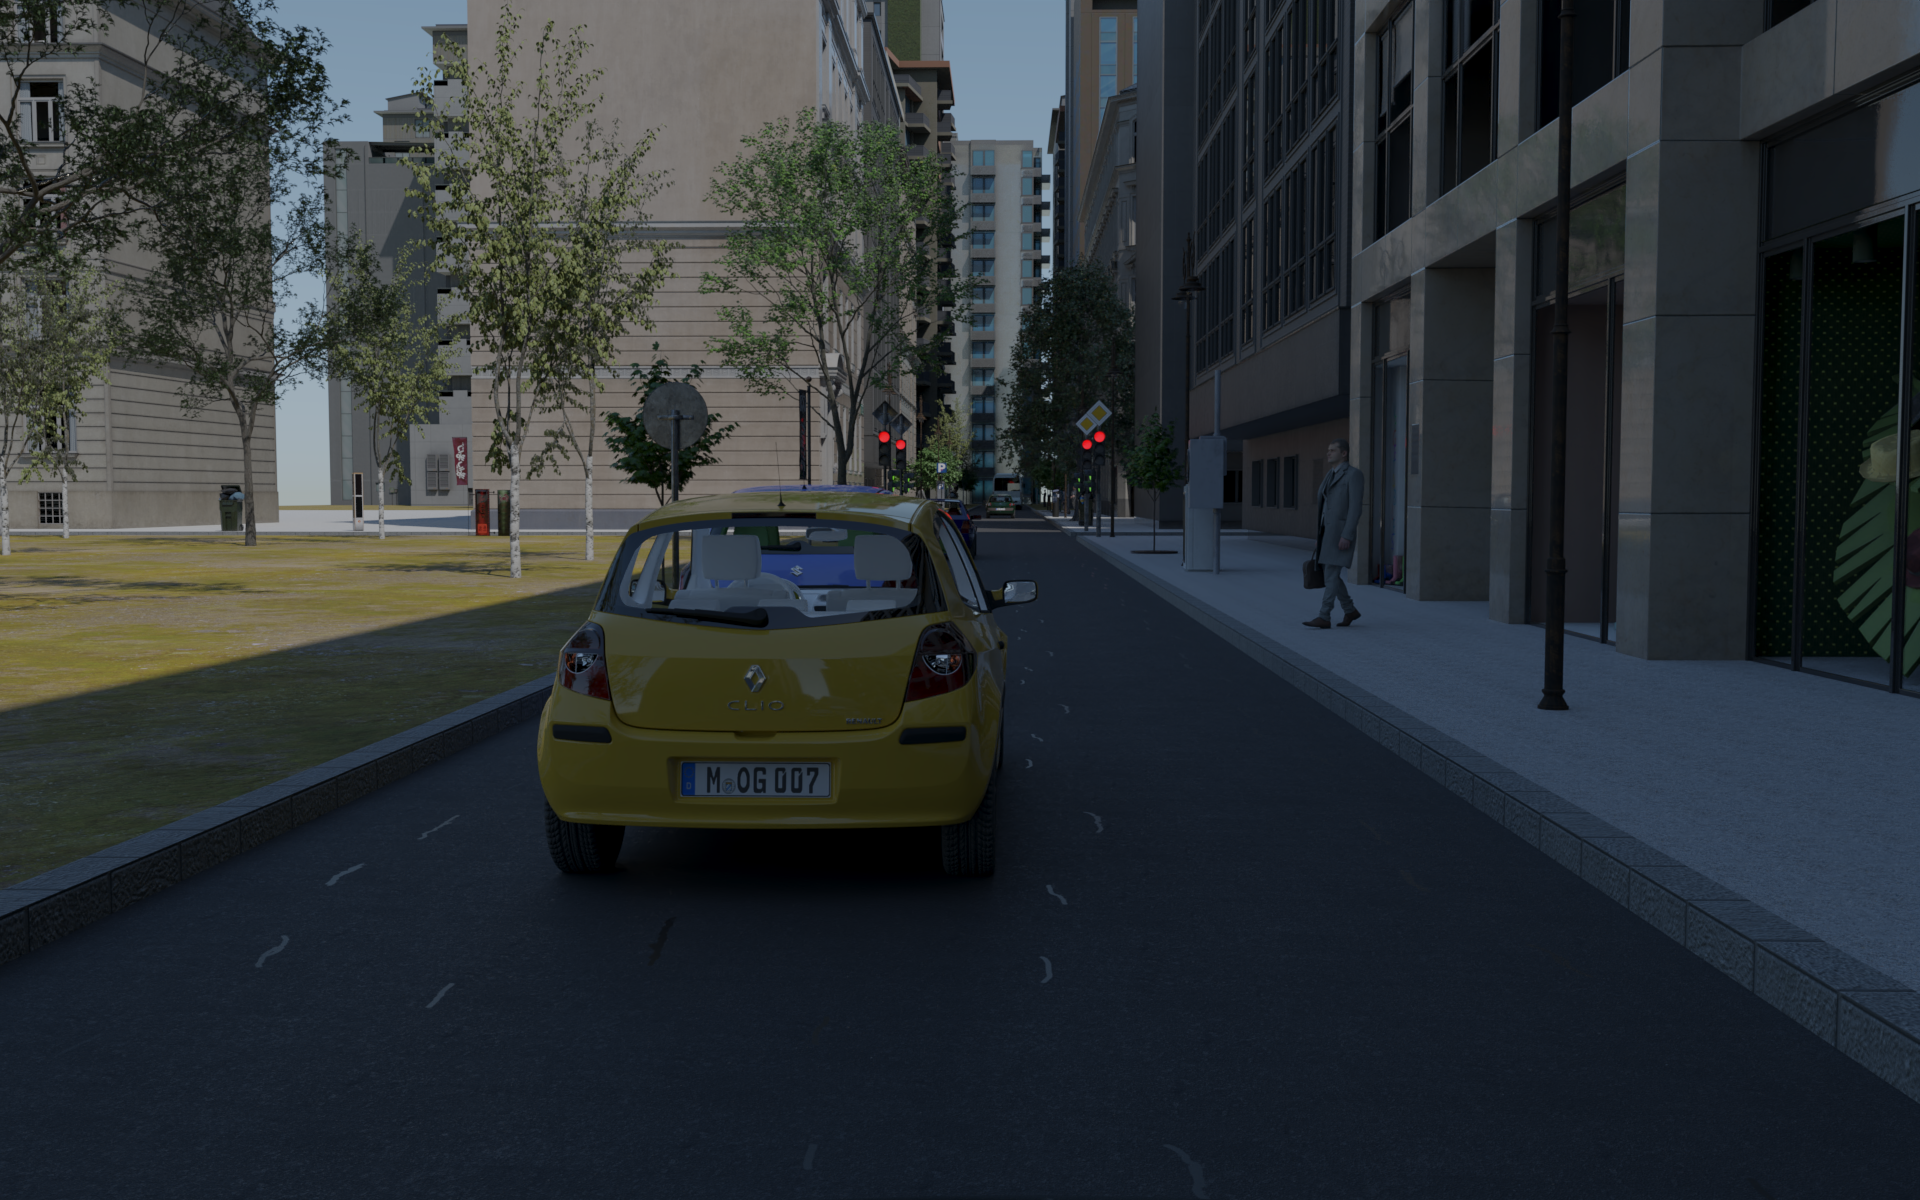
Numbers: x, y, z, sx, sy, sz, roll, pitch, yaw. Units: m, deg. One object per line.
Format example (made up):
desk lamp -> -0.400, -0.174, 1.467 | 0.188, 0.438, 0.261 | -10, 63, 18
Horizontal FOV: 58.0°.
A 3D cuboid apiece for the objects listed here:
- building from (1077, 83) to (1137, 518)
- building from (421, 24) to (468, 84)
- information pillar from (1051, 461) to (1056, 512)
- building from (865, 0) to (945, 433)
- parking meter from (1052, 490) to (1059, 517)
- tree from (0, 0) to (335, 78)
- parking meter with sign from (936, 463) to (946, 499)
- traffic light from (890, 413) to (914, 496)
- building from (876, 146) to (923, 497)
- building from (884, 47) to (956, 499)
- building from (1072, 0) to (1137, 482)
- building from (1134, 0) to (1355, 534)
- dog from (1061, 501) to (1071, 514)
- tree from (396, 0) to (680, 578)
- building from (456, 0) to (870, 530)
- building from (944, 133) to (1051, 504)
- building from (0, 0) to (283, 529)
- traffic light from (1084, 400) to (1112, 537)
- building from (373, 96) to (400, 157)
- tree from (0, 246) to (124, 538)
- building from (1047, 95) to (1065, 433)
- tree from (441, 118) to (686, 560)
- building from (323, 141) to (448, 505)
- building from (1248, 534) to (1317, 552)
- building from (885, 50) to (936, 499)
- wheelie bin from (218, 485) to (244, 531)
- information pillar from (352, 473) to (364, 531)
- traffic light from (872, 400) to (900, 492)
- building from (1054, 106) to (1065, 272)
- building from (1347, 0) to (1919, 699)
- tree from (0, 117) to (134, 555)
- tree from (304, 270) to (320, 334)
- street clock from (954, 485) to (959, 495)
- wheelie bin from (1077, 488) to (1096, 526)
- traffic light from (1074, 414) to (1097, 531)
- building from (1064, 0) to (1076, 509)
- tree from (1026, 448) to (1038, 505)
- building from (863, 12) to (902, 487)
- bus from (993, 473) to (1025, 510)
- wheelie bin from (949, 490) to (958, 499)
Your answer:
building -> 16.938, -20.537, 112.201 | 17.030, 29.872, 44.131 | 0, 4, 2
building -> -44.091, -37.086, 195.589 | 27.495, 52.752, 28.713 | 0, 4, 2
information pillar -> 6.672, -8.051, 122.990 | 0.183, 3.616, 0.504 | -2, 4, -28
building -> -15.986, -40.152, 198.477 | 28.212, 58.520, 21.231 | 0, 4, 2
parking meter -> 5.306, -5.361, 96.059 | 0.372, 1.533, 0.369 | 0, 3, 0
tree -> -10.735, -5.164, 18.840 | 8.767, 10.594, 7.601 | -1, 4, -9
parking meter with sign -> -1.077, -6.204, 97.700 | 0.543, 3.016, 1.738 | 0, 4, -3
traffic light -> -2.013, -4.340, 59.879 | 0.839, 4.253, 0.868 | 0, 4, 2
building -> -9.251, -19.622, 118.079 | 12.463, 27.353, 25.104 | 0, 4, 2
building -> -11.646, -31.714, 173.156 | 22.147, 44.769, 28.867 | 0, 4, 2
building -> 16.508, -30.149, 143.053 | 14.600, 45.320, 14.200 | 0, 4, 2
building -> 19.294, -16.756, 67.474 | 24.014, 27.812, 14.314 | 0, 4, 2
dog -> 6.738, -5.790, 109.046 | 0.513, 0.831, 0.800 | -1, 4, -15
tree -> -6.654, -4.657, 26.501 | 4.737, 8.622, 4.395 | 0, 3, 0
building -> -10.903, -17.444, 71.111 | 13.634, 28.700, 20.117 | 0, 4, 2
building -> -3.261, -37.478, 232.378 | 30.456, 49.044, 23.786 | 0, 4, 2
building -> -45.045, -14.499, 70.340 | 30.059, 22.955, 16.112 | 0, 4, 2
traffic light -> 4.130, -3.842, 51.741 | 0.839, 4.253, 0.868 | 0, 4, 2
building -> -60.321, -39.509, 235.202 | 27.495, 52.752, 28.713 | 0, 4, 2
tree -> -26.286, -6.106, 50.199 | 4.737, 8.622, 4.395 | 0, 3, 0
building -> 25.762, -39.414, 233.654 | 27.495, 52.752, 28.713 | 0, 4, 2
tree -> -7.433, -5.081, 33.439 | 4.360, 8.622, 3.978 | 0, 3, 0
building -> -64.937, -31.793, 203.407 | 14.086, 41.232, 14.154 | 0, 4, 2
building -> 13.166, -14.852, 36.331 | 14.314, 27.812, 24.014 | 0, 4, 2
building -> -17.727, -27.840, 147.068 | 32.217, 40.220, 23.993 | 0, 4, 2
wheelie bin -> -25.151, -3.175, 59.818 | 0.980, 1.594, 0.693 | 0, 4, -2
information pillar -> -20.923, -3.405, 60.169 | 0.304, 2.012, 0.304 | -2, 4, -34
traffic light -> -2.229, -3.852, 51.897 | 0.839, 4.253, 0.868 | 0, 4, 2
building -> 21.687, -32.941, 193.216 | 22.147, 44.769, 28.867 | 0, 4, 2
building -> 14.762, -12.391, 7.116 | 19.350, 26.468, 34.151 | 0, 4, 2
tree -> -19.822, -5.237, 35.989 | 4.360, 8.622, 3.978 | 0, 3, 0
tree -> -16.272, -6.048, 49.242 | 4.737, 8.622, 4.395 | 0, 3, 0
street clock -> -0.294, -7.809, 132.255 | 0.358, 2.002, 0.471 | -1, 4, -23
wheelie bin -> 5.115, -3.792, 69.901 | 0.693, 1.594, 0.980 | 1, 4, 11
traffic light -> 4.346, -4.330, 59.724 | 0.839, 4.253, 0.868 | 0, 4, 2
building -> 20.440, -38.054, 164.178 | 21.231, 58.520, 28.212 | 0, 4, 2
tree -> 9.570, -16.029, 212.437 | 4.360, 8.622, 3.978 | 0, 3, 0
building -> -10.919, -18.354, 93.587 | 14.314, 27.812, 24.014 | 0, 4, 2
bus -> 4.512, -10.139, 160.629 | 2.948, 3.499, 13.247 | 0, 4, 3
wheelie bin -> -0.465, -6.897, 120.669 | 0.693, 1.594, 0.980 | 0, 4, -2
